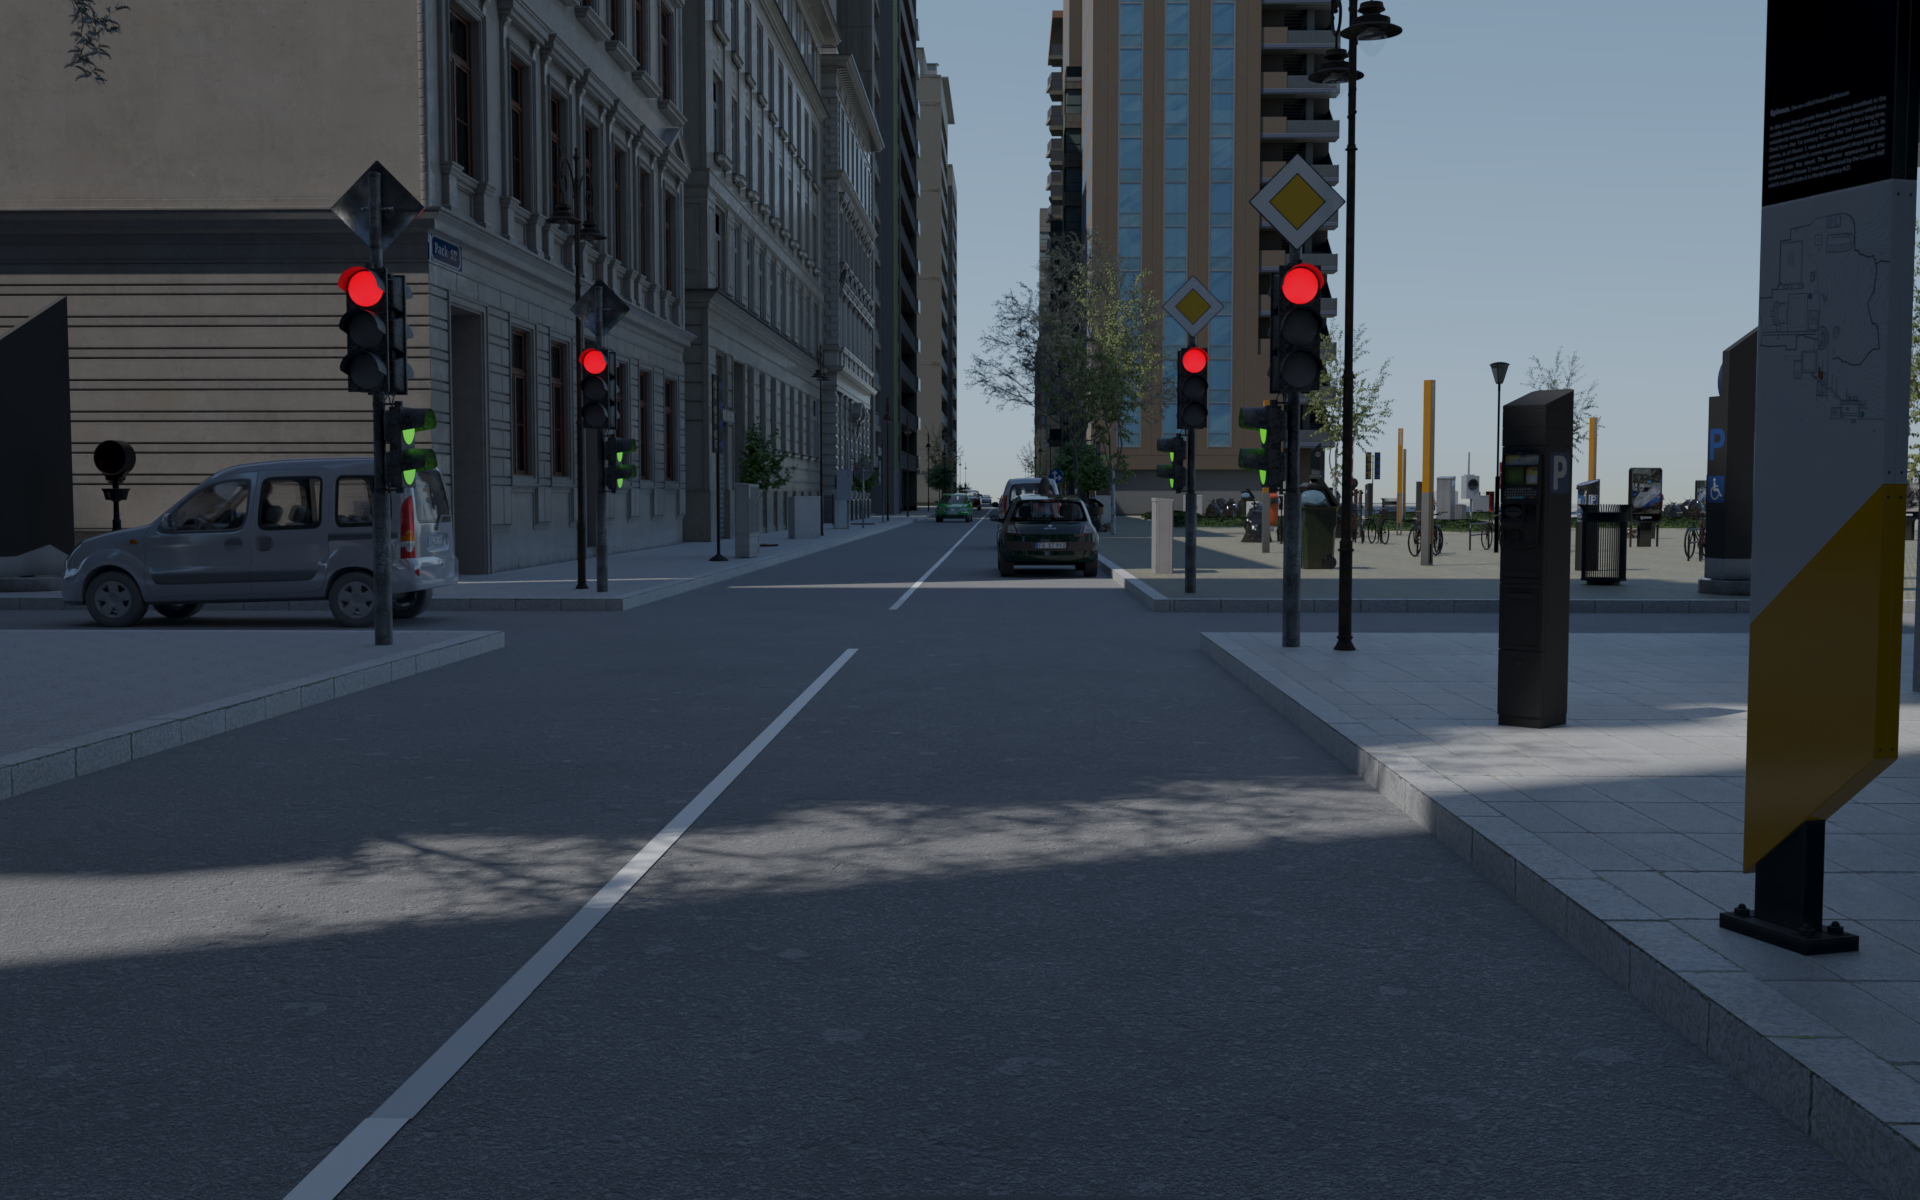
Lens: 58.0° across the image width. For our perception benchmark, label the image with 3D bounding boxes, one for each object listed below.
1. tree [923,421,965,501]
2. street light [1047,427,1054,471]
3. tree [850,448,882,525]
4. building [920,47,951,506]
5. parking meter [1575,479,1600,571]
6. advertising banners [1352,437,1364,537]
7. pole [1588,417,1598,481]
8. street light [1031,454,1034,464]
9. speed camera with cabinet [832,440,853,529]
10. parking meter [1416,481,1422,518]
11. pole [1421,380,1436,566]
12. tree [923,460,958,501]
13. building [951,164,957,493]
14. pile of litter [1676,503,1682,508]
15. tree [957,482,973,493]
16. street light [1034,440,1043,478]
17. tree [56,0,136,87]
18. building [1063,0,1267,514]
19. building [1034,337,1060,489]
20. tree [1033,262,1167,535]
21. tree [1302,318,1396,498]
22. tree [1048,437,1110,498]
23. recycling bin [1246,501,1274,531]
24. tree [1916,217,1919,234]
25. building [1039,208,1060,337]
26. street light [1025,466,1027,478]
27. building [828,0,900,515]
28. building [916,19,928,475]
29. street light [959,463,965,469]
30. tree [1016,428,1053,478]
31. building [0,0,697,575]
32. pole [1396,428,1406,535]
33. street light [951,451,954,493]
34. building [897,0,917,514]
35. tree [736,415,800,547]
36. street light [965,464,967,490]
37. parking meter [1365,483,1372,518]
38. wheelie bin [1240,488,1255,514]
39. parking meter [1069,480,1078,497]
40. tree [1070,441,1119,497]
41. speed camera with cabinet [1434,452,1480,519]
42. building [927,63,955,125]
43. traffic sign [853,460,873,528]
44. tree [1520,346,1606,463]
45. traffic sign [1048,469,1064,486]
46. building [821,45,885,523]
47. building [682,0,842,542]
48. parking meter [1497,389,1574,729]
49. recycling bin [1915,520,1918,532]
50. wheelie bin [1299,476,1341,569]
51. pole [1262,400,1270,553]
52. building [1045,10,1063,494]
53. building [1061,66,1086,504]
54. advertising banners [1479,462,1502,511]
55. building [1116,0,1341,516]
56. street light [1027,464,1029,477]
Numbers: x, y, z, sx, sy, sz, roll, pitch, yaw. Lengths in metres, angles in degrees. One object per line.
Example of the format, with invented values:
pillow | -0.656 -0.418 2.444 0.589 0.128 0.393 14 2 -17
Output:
tree | -1.928 -13.562 172.102 4.360 8.622 3.978 0 3 0
street light | 5.949 -8.630 113.883 0.468 5.910 1.993 0 4 2
tree | -4.118 -4.797 73.026 1.663 3.219 1.824 0 3 0
building | -12.348 -34.811 192.855 21.300 48.544 21.600 0 4 2
parking meter | 10.495 -1.257 28.971 0.372 1.533 0.369 0 3 0
advertising banners | 12.053 -3.457 52.706 0.090 3.025 2.074 0 4 3
pole | 16.790 -3.190 46.001 0.158 3.312 0.155 0 3 0
street light | 7.564 -12.264 173.303 0.468 5.910 1.993 0 4 2
speed camera with cabinet | -4.361 -4.248 63.792 0.660 3.252 2.038 -1 4 -8
parking meter | 21.055 -4.505 79.374 0.255 1.863 0.399 2 4 28
pole | 8.381 -2.272 30.998 0.158 3.312 0.155 0 3 0
tree | -1.880 -11.198 166.807 4.285 4.588 4.351 0 3 0
building | -11.357 -37.807 241.850 21.300 48.544 21.600 0 4 2
pile of litter | 36.949 -4.582 88.881 1.719 0.858 1.176 3 5 42
tree | 0.757 -15.425 246.793 1.663 3.219 1.824 0 3 0
street light | 6.655 -10.465 143.891 0.468 5.910 1.993 0 4 2
tree | -6.154 -5.951 7.670 12.009 13.543 11.850 0 3 0
building | 15.090 -29.632 134.602 14.600 45.320 14.200 0 4 2
building | 22.787 -21.963 204.142 27.650 21.520 28.899 0 4 2
tree | 4.630 -6.352 54.215 4.737 8.622 4.395 0 3 0
tree | 16.149 -7.527 73.427 4.737 8.622 4.395 0 3 0
tree | 6.144 -6.534 90.545 4.285 4.588 4.351 0 3 0
recycling bin | 10.393 -2.897 59.917 0.722 1.027 0.722 -2 4 -26
tree | 23.568 -5.552 41.146 4.737 8.622 4.395 0 3 0
building | 18.311 -34.586 249.077 14.154 41.232 14.086 0 4 2
street light | 8.910 -15.495 226.131 0.468 5.910 1.993 0 4 2
building | -11.138 -25.749 104.585 14.154 41.232 14.086 0 4 2
building | -14.908 -32.349 148.509 23.786 49.044 30.456 0 4 2
street light | 0.017 -14.639 212.129 0.468 5.910 1.993 0 4 2
tree | 8.272 -14.397 185.760 4.360 8.622 3.978 0 3 0
building | -12.343 -12.115 34.245 11.583 22.565 21.152 0 4 2
pole | 13.644 -3.661 53.704 0.158 3.312 0.155 0 3 0
street light | -0.823 -12.840 182.716 0.468 5.910 1.993 0 4 2
building | -14.246 -30.509 122.518 21.300 48.544 21.600 0 4 2
tree | -5.015 -2.924 42.417 1.663 3.219 1.824 0 3 0
street light | 0.802 -16.438 241.544 0.468 5.910 1.993 0 4 2
parking meter | 21.648 -5.267 91.823 0.255 1.863 0.399 -1 4 -15
wheelie bin | 14.267 -4.774 85.967 0.693 1.594 0.980 0 4 0
parking meter | 4.750 -4.086 72.510 0.255 1.863 0.399 2 4 30
tree | 4.569 -4.074 61.214 1.663 3.219 1.824 0 3 0
speed camera with cabinet | 23.329 -5.321 81.339 2.038 3.252 0.660 -1 4 -10
building | -15.325 -38.415 217.317 28.713 52.752 27.495 0 4 2
traffic sign | -3.658 -3.989 65.329 0.768 2.556 0.104 0 4 3
tree | 30.008 -8.369 87.189 4.360 8.622 3.978 0 3 0
traffic sign | 4.867 -5.364 87.807 0.768 2.556 0.104 0 4 4
building | -9.885 -15.645 84.681 11.050 23.489 19.941 0 4 2
building | -13.509 -13.856 59.832 16.112 22.955 30.059 0 4 2
parking meter | 3.181 -0.237 9.582 0.399 1.863 0.255 -3 5 -45
recycling bin | 32.690 -2.868 59.448 0.722 1.027 0.722 3 5 42
wheelie bin | 6.093 -1.332 29.679 0.693 1.594 0.980 0 4 -4
pole | 6.675 -2.684 37.718 0.158 3.312 0.155 0 3 0
building | 18.948 -30.736 157.163 22.147 44.769 28.867 0 4 2
building | 14.053 -21.333 120.502 14.160 30.474 14.107 0 4 2
advertising banners | 28.872 -6.007 94.406 2.074 3.025 0.090 3 4 37
building | 14.620 -27.843 105.352 14.600 45.320 14.200 0 4 2
street light | 8.161 -13.696 196.715 0.468 5.910 1.993 0 4 2
